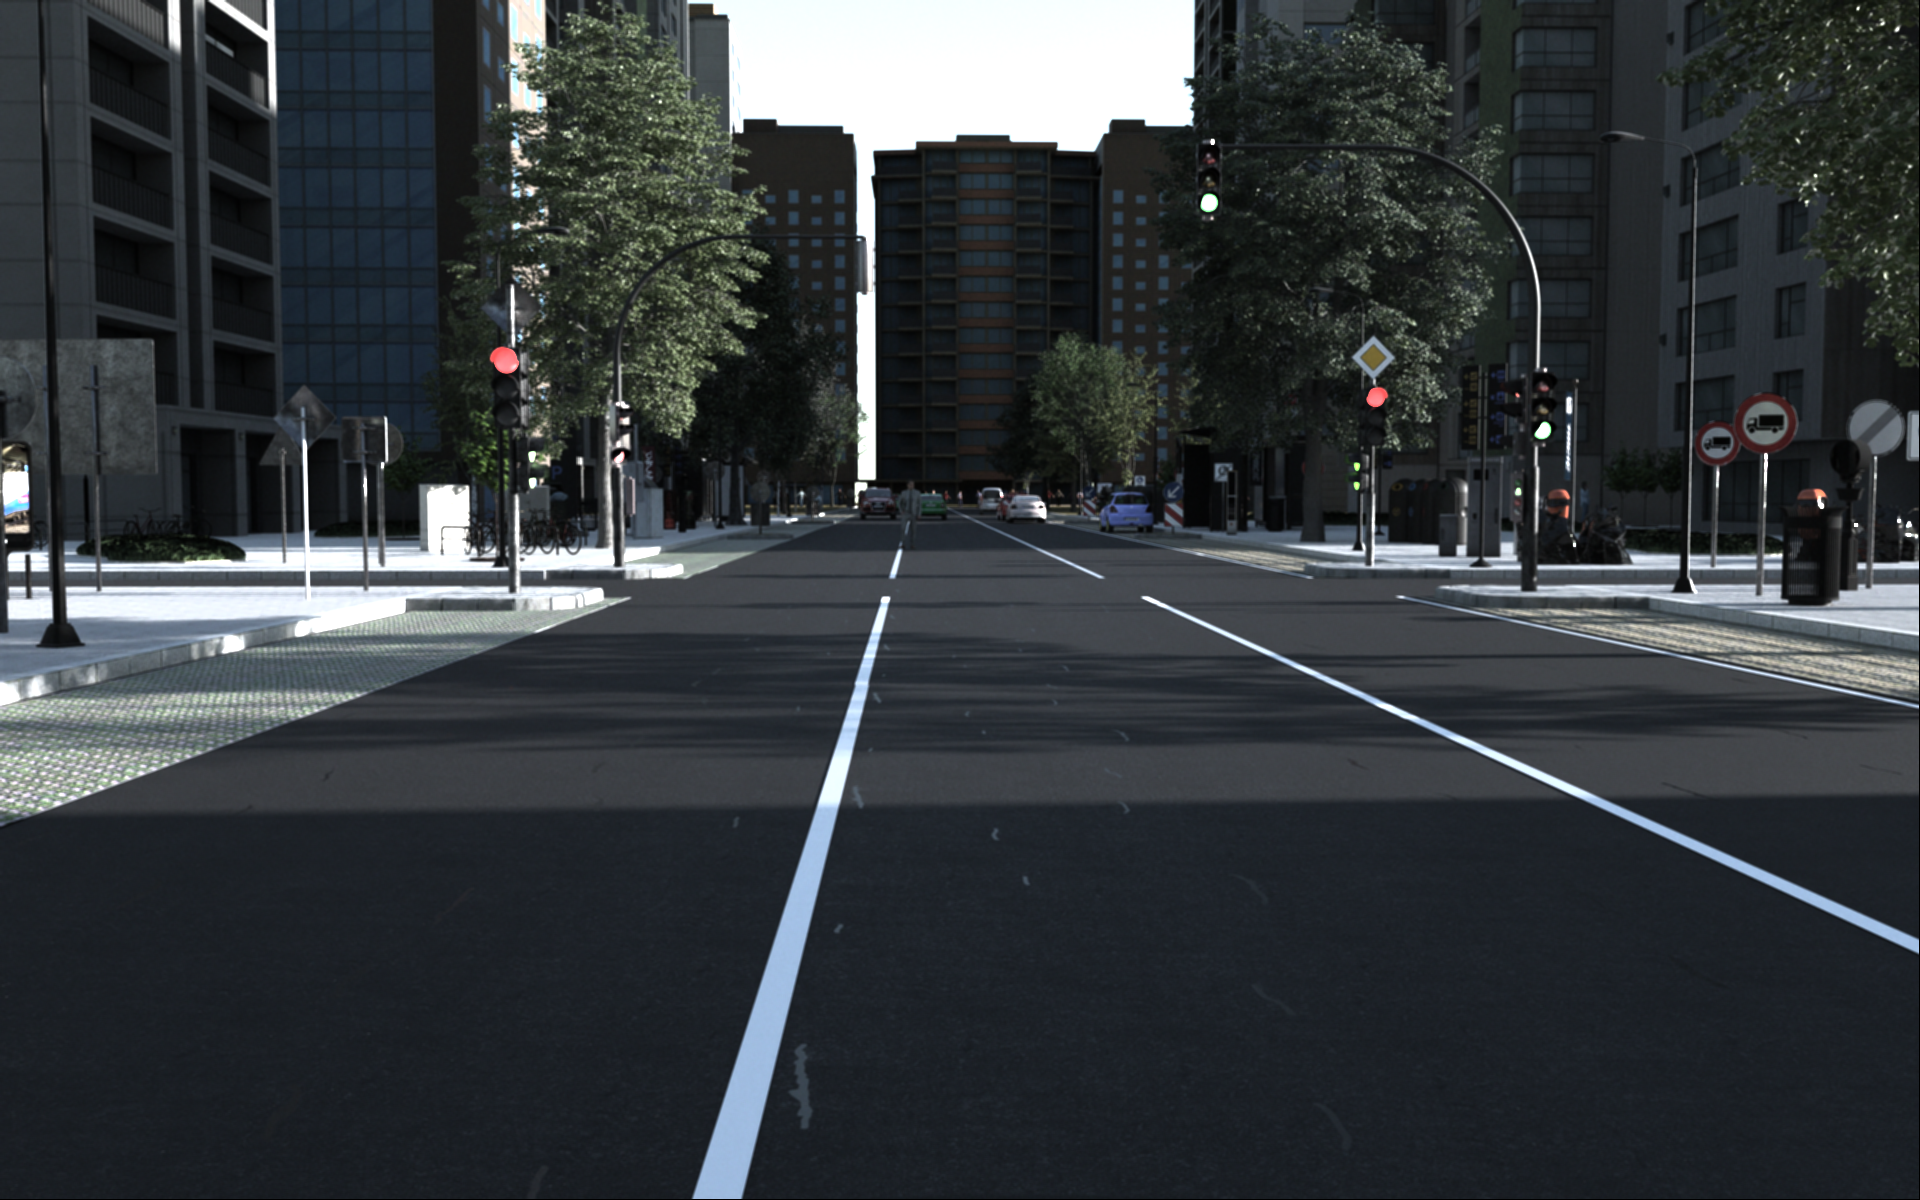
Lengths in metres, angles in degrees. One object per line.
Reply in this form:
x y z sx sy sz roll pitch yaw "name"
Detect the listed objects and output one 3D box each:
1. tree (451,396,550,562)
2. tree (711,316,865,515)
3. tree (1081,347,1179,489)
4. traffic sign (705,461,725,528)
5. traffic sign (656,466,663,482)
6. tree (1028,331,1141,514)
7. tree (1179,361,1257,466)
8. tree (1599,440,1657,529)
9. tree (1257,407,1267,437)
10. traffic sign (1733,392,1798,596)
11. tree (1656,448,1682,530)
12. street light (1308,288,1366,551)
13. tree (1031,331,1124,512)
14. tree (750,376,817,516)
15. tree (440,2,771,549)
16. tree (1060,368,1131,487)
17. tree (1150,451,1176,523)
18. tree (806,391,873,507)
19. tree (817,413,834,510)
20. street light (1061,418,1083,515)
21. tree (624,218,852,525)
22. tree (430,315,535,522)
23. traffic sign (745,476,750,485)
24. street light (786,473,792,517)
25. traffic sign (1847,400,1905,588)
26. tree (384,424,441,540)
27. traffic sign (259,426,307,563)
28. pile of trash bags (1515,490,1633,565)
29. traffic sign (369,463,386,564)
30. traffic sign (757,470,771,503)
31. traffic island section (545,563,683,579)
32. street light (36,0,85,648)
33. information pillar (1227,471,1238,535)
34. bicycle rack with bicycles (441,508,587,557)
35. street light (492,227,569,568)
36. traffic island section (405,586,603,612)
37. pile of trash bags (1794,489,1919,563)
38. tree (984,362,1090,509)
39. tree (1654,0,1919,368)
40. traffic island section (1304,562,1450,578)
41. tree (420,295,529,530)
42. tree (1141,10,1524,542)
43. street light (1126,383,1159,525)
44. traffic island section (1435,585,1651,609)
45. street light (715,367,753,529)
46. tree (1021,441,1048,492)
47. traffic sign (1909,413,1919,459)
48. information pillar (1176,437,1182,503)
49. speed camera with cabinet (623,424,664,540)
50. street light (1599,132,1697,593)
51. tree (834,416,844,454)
-8.775 -2.365 33.262 1.663 3.219 1.824 0 3 0 "tree"
-11.203 -12.132 108.732 12.009 13.543 11.850 0 3 0 "tree"
8.200 -8.291 85.926 4.737 8.622 4.395 0 3 0 "tree"
-9.332 -4.030 65.997 0.768 2.556 0.104 0 4 5 "traffic sign"
-13.679 -4.730 77.439 0.768 2.556 0.104 0 4 6 "traffic sign"
7.986 -11.357 111.448 9.928 11.665 9.643 0 3 0 "tree"
12.853 -8.654 91.857 4.737 8.622 4.395 0 3 0 "tree"
23.598 -4.113 61.852 1.663 3.219 1.824 0 3 0 "tree"
15.291 -9.069 98.646 4.737 8.622 4.395 0 3 0 "tree"
10.103 -1.328 21.813 0.768 2.556 0.104 0 4 6 "traffic sign"
26.826 -4.462 67.560 1.663 3.219 1.824 0 3 0 "tree"
8.517 -4.073 39.132 1.470 5.913 1.316 0 4 -1 "street light"
8.285 -12.399 120.858 7.486 12.596 7.792 0 3 0 "tree"
-10.524 -9.148 99.937 4.360 8.622 3.978 0 3 0 "tree"
-7.963 -7.492 40.620 7.486 12.596 7.792 0 3 0 "tree"
7.852 -9.286 102.182 4.360 8.622 3.978 0 3 0 "tree"
9.272 -5.067 77.454 1.663 3.219 1.824 0 3 0 "tree"
-12.602 -15.028 171.467 9.928 11.665 9.643 0 3 0 "tree"
-11.211 -10.211 117.319 4.360 8.622 3.978 0 3 0 "tree"
6.848 -8.157 105.907 1.470 5.913 1.316 0 4 -1 "street light"
-9.293 -9.436 71.291 9.611 12.733 9.660 0 3 0 "tree"
-19.808 -7.382 71.051 4.360 8.622 3.978 0 3 0 "tree"
-12.980 -6.341 103.681 0.884 2.594 0.081 0 4 0 "traffic sign"
-9.038 -7.607 96.920 1.470 5.913 1.316 0 4 -1 "street light"
12.368 -1.430 23.489 0.768 2.556 0.104 0 4 2 "traffic sign"
-15.652 -3.287 48.339 1.663 3.219 1.824 0 3 0 "tree"
-12.496 -1.956 31.979 0.884 2.594 0.081 0 4 -1 "traffic sign"
11.533 -1.415 32.892 1.912 1.369 3.447 1 4 10 "pile of trash bags"
-10.595 -1.927 31.610 0.768 2.556 0.104 0 4 1 "traffic sign"
-10.275 -5.553 90.890 0.768 2.556 0.104 0 4 2 "traffic sign"
-6.017 -0.505 30.531 2.009 0.180 2.903 0 4 -1 "traffic island section"
-7.040 -2.562 14.426 1.470 5.913 1.316 0 4 -1 "street light"
8.546 -3.051 54.373 0.304 2.012 0.304 1 4 17 "information pillar"
-9.708 -1.426 36.696 2.852 0.926 2.925 -3 5 -40 "bicycle rack with bicycles"
-7.492 -3.530 30.250 1.470 5.913 1.316 0 4 -1 "street light"
-5.816 -0.016 22.549 2.009 0.180 2.903 0 4 -1 "traffic island section"
16.763 -1.408 32.776 3.447 1.369 1.912 -3 5 -40 "pile of trash bags"
7.255 -14.152 148.390 9.611 12.733 9.660 0 3 0 "tree"
9.831 -5.956 15.513 7.486 12.596 7.792 0 3 0 "tree"
7.320 -0.525 30.862 2.009 0.180 2.903 0 4 -1 "traffic island section"
-17.500 -6.834 62.091 4.737 8.622 4.395 0 3 0 "tree"
9.630 -8.541 46.298 9.857 13.997 8.962 0 3 0 "tree"
7.669 -6.126 72.708 1.470 5.913 1.316 0 4 -1 "street light"
7.522 -0.037 22.879 2.009 0.180 2.903 0 4 -1 "traffic island section"
-8.265 -5.560 63.450 1.470 5.913 1.316 0 4 -1 "street light"
6.731 -13.318 168.110 4.737 8.622 4.395 0 3 0 "tree"
11.993 -1.179 21.407 0.606 2.300 0.079 0 4 6 "traffic sign"
8.895 -4.834 70.391 0.183 3.616 0.504 -1 4 -14 "information pillar"
-9.172 -3.385 49.673 0.660 3.252 2.038 1 4 13 "speed camera with cabinet"
8.899 -3.050 22.405 1.470 5.913 1.316 0 4 -1 "street light"
-11.304 -11.511 138.570 4.360 8.622 3.978 0 3 0 "tree"
